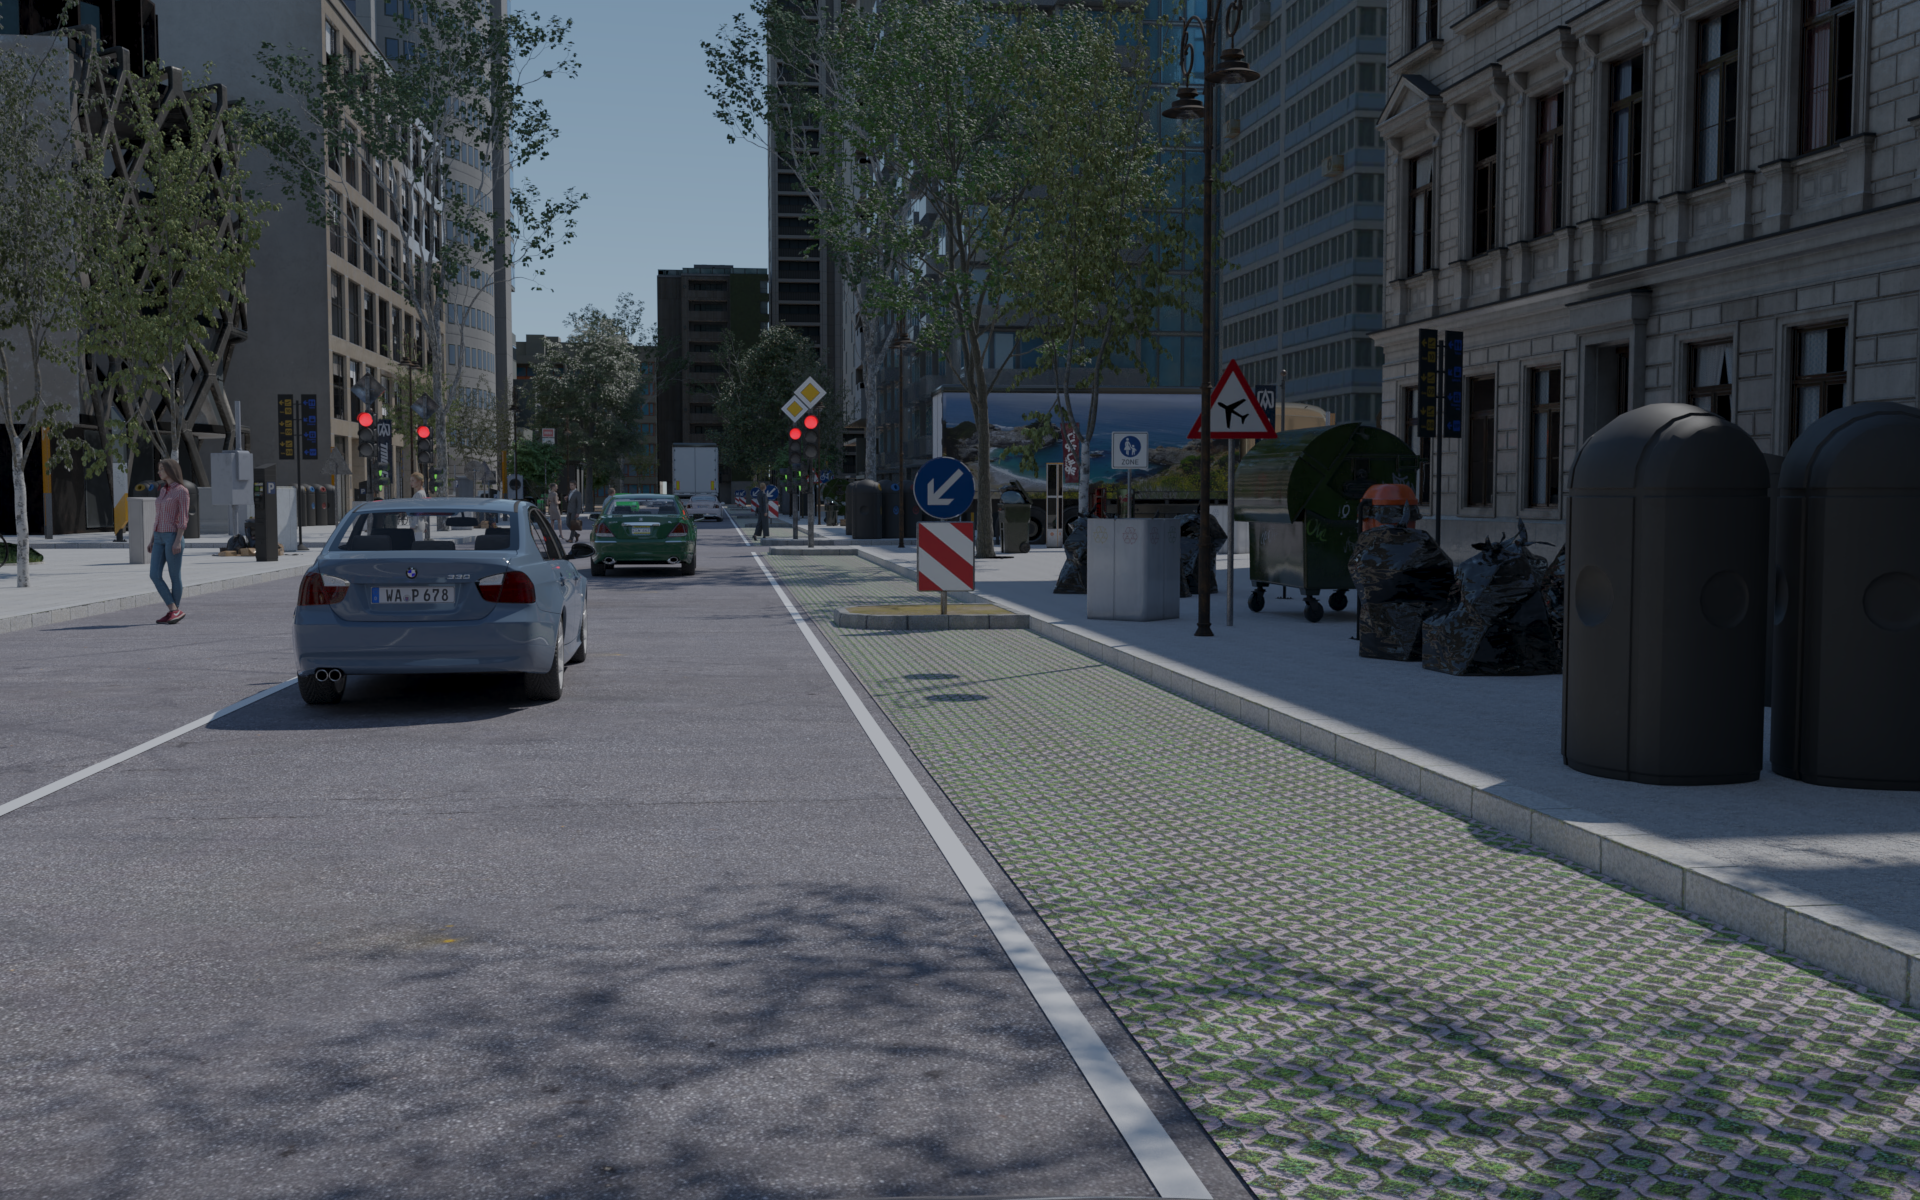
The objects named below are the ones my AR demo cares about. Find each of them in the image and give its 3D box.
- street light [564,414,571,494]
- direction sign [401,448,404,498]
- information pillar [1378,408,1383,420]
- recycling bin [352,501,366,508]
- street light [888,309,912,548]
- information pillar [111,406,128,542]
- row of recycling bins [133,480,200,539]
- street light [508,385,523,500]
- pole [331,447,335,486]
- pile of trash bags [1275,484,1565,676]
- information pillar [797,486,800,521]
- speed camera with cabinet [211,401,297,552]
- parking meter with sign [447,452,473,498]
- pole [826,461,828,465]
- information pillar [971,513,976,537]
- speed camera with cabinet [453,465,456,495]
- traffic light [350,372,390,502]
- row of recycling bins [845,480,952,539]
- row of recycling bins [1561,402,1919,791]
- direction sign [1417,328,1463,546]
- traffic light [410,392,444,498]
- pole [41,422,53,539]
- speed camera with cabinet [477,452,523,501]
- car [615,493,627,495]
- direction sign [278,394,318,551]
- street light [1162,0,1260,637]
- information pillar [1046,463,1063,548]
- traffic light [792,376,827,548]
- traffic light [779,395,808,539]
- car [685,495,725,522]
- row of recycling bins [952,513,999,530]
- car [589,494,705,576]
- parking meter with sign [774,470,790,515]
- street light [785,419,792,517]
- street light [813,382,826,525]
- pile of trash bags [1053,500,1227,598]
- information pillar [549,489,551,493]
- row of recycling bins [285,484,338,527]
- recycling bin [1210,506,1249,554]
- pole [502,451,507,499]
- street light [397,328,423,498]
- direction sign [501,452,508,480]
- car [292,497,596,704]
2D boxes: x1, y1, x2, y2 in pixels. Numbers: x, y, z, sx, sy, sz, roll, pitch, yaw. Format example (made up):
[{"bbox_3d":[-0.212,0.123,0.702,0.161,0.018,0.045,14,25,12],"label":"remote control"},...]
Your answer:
[{"bbox_3d":[-22.601,-7.771,99.840,0.468,5.910,1.993,0,4,-8],"label":"street light"},{"bbox_3d":[-27.469,-5.708,85.325,0.379,3.537,0.876,-1,4,-12],"label":"direction sign"},{"bbox_3d":[10.538,-3.175,43.258,0.183,3.616,0.504,-1,4,-15],"label":"information pillar"},{"bbox_3d":[-20.581,-2.907,60.089,0.722,1.027,0.722,3,5,40],"label":"recycling bin"},{"bbox_3d":[-1.402,-4.188,41.264,0.468,5.910,1.993,0,4,-8],"label":"street light"},{"bbox_3d":[-22.427,-3.356,46.225,0.504,3.616,0.183,2,4,29],"label":"information pillar"},{"bbox_3d":[-23.300,-2.678,50.898,1.069,1.692,3.534,-3,5,-43],"label":"row of recycling bins"},{"bbox_3d":[-18.896,-6.172,73.694,0.468,5.910,1.993,0,4,-8],"label":"street light"},{"bbox_3d":[-27.011,-4.946,74.708,0.158,3.312,0.155,0,3,0],"label":"pole"},{"bbox_3d":[4.013,-0.254,13.900,1.912,1.369,3.447,-1,4,-11],"label":"pile of trash bags"},{"bbox_3d":[-7.924,-4.865,84.038,0.304,2.012,0.304,0,4,-7],"label":"information pillar"},{"bbox_3d":[-15.324,-2.647,37.609,0.660,3.252,2.038,1,4,18],"label":"speed camera with cabinet"},{"bbox_3d":[-20.559,-4.630,71.969,1.738,3.016,0.543,-3,4,-37],"label":"parking meter with sign"},{"bbox_3d":[-8.278,-6.948,107.442,0.158,3.312,0.155,0,3,0],"label":"pole"},{"bbox_3d":[0.367,-3.679,51.506,0.183,3.616,0.504,0,4,0],"label":"information pillar"},{"bbox_3d":[-33.705,-7.453,116.194,0.660,3.252,2.038,-1,4,-14],"label":"speed camera with cabinet"},{"bbox_3d":[-13.594,-3.117,39.891,0.839,4.253,0.868,0,4,-8],"label":"traffic light"},{"bbox_3d":[-1.835,-2.642,50.313,1.069,1.692,3.534,3,5,39],"label":"row of recycling bins"},{"bbox_3d":[4.590,-0.043,7.809,3.534,1.692,1.069,0,4,5],"label":"row of recycling bins"},{"bbox_3d":[6.637,-1.956,23.985,0.876,3.537,0.379,-2,4,-34],"label":"direction sign"},{"bbox_3d":[-14.716,-3.601,47.797,0.839,4.253,0.868,0,4,-8],"label":"traffic light"},{"bbox_3d":[-25.879,-3.379,49.092,0.158,3.312,0.155,0,3,0],"label":"pole"},{"bbox_3d":[-21.472,-5.294,80.893,2.038,3.252,0.660,-1,4,-11],"label":"speed camera with cabinet"},{"bbox_3d":[-21.116,-6.129,109.003,1.959,1.807,4.718,-1,4,-10],"label":"car"},{"bbox_3d":[-15.013,-2.895,39.333,0.876,3.537,0.379,0,4,0],"label":"direction sign"},{"bbox_3d":[2.208,-2.612,15.490,0.468,5.910,1.993,0,4,-8],"label":"street light"},{"bbox_3d":[2.242,-2.235,41.036,0.304,2.012,0.304,2,4,27],"label":"information pillar"},{"bbox_3d":[-3.585,-3.205,41.322,0.839,4.253,0.868,0,4,-8],"label":"traffic light"},{"bbox_3d":[-4.707,-3.689,49.228,0.839,4.253,0.868,0,4,-8],"label":"traffic light"},{"bbox_3d":[-13.306,-4.759,90.173,2.083,1.381,4.827,0,4,-6],"label":"car"},{"bbox_3d":[-0.006,-3.341,61.735,3.534,1.692,1.069,-2,4,-23],"label":"row of recycling bins"},{"bbox_3d":[-5.763,-1.223,31.796,2.131,1.459,4.920,-1,4,-8],"label":"car"},{"bbox_3d":[-10.602,-6.763,106.833,1.738,3.016,0.543,0,4,-3],"label":"parking meter with sign"},{"bbox_3d":[-9.525,-7.605,97.126,0.468,5.910,1.993,0,4,-8],"label":"street light"},{"bbox_3d":[-5.814,-6.033,71.431,0.468,5.910,1.993,0,4,-8],"label":"street light"},{"bbox_3d":[2.806,-0.748,21.987,3.447,1.369,1.912,3,5,44],"label":"pile of trash bags"},{"bbox_3d":[-27.413,-7.630,116.105,0.504,3.616,0.183,1,4,17],"label":"information pillar"},{"bbox_3d":[-26.086,-3.817,69.520,1.069,1.692,3.534,0,4,6],"label":"row of recycling bins"},{"bbox_3d":[5.850,-1.518,37.379,0.722,1.027,0.722,3,4,37],"label":"recycling bin"},{"bbox_3d":[-21.533,-5.386,81.898,0.158,3.312,0.155,0,3,0],"label":"pole"},{"bbox_3d":[-15.297,-4.619,48.307,0.468,5.910,1.993,0,4,-8],"label":"street light"},{"bbox_3d":[-24.789,-6.262,94.382,0.379,3.537,0.876,0,4,6],"label":"direction sign"},{"bbox_3d":[-3.825,-0.073,13.194,2.014,1.417,4.499,-1,4,-9],"label":"car"}]
